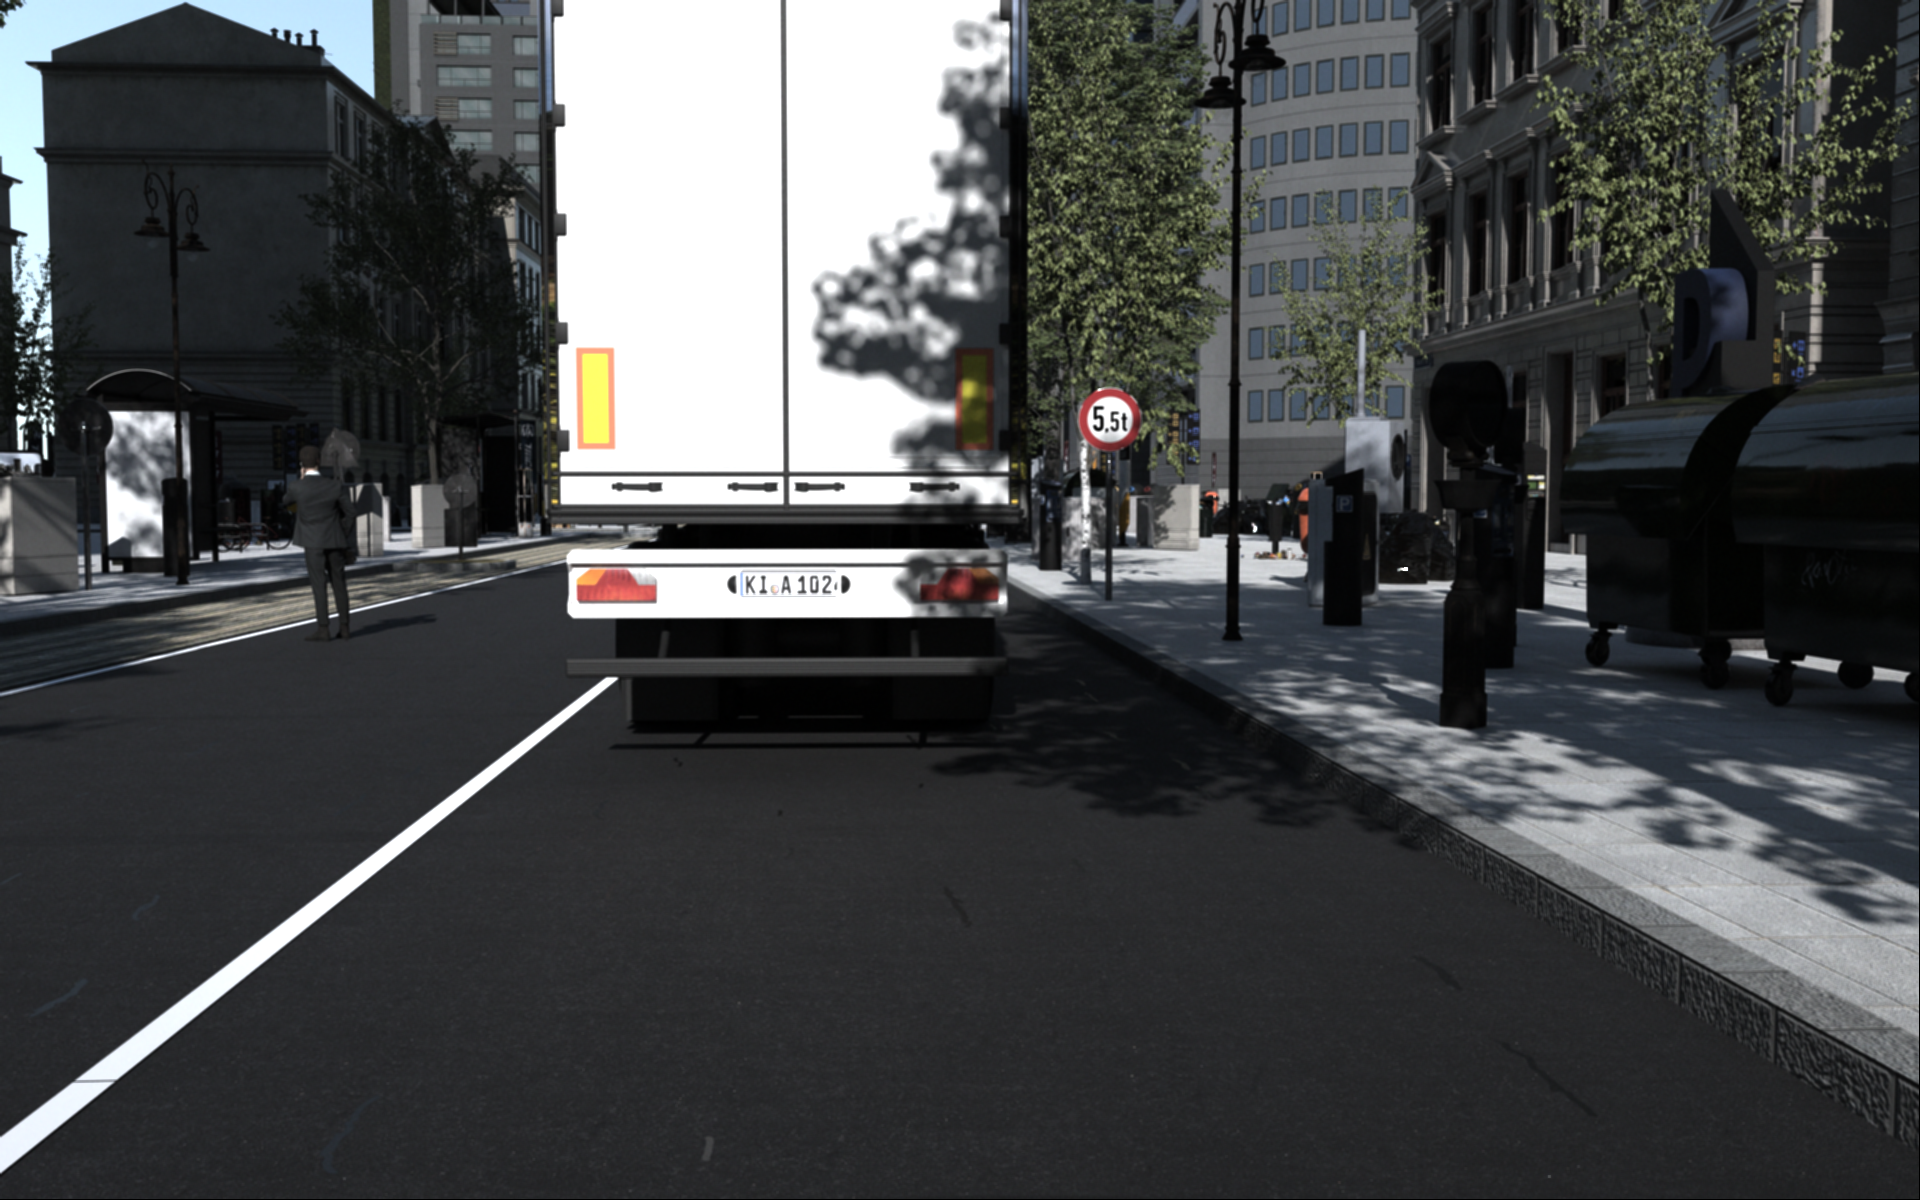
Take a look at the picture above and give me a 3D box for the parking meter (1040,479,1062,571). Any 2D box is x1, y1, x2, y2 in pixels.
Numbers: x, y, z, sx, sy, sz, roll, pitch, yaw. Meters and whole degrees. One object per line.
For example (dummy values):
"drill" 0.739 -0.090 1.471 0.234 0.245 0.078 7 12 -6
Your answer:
"parking meter" 1.526 -1.268 29.135 0.372 1.533 0.369 0 3 0

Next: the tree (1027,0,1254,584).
"tree" 1.893 -4.518 24.233 4.737 8.622 4.395 0 3 0

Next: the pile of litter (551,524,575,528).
"pile of litter" -15.179 -3.161 65.643 1.176 0.858 1.719 -1 4 -12

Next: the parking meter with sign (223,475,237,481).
"parking meter with sign" -29.775 -4.535 70.412 1.738 3.016 0.543 -1 4 -12

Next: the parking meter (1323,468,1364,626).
"parking meter" 3.754 -0.523 16.959 0.372 1.533 0.369 0 3 0

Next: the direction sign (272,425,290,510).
"direction sign" -22.256 -3.983 57.121 0.379 3.537 0.876 2 4 32

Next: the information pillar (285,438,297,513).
"information pillar" -27.432 -4.868 70.950 0.504 3.616 0.183 0 4 6

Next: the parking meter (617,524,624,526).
"parking meter" -13.718 -3.942 70.170 0.399 1.863 0.255 1 4 8

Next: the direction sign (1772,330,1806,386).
"direction sign" 11.431 -1.962 24.073 0.876 3.537 0.379 -2 4 -31

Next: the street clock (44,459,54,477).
"street clock" -18.904 -1.900 35.630 0.358 2.002 0.471 2 4 32

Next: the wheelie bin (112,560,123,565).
"wheelie bin" -15.062 -1.436 31.389 0.693 1.594 0.980 0 4 4

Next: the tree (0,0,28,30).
"tree" -10.859 -5.338 13.030 9.928 11.665 9.643 0 3 0

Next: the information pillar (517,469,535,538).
"information pillar" -12.744 -2.830 50.764 0.304 2.012 0.304 3 4 36

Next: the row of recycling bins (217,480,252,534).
"row of recycling bins" -22.417 -2.792 52.770 1.069 1.692 3.534 -2 4 -33

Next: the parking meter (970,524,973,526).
"parking meter" 0.337 -2.933 56.365 0.372 1.533 0.369 0 3 0

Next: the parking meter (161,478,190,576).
"parking meter" -12.266 -1.142 27.086 0.372 1.533 0.369 0 3 0

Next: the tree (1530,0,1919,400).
"tree" 8.573 -4.295 20.579 4.737 8.622 4.395 0 3 0

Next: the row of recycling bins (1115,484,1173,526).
"row of recycling bins" 7.310 -3.788 69.050 3.534 1.692 1.069 3 5 41

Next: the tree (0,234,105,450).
"tree" -27.005 -6.091 49.950 4.737 8.622 4.395 0 3 0

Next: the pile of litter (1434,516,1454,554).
"pile of litter" 9.483 -1.199 33.566 1.176 0.858 1.719 0 4 2

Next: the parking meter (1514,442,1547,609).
"parking meter" 6.350 -0.834 19.345 0.255 1.863 0.399 0 4 -6

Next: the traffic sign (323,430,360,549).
"traffic sign" -12.333 -2.106 34.535 0.768 2.556 0.104 0 4 4

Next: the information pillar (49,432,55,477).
"information pillar" -34.245 -4.528 65.382 0.183 3.616 0.504 -1 4 -18

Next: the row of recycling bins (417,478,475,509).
"row of recycling bins" -13.326 -2.296 44.646 1.069 1.692 3.534 -2 4 -29

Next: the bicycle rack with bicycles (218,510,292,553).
"bicycle rack with bicycles" -16.844 -1.558 38.851 2.925 0.926 2.852 0 4 -2

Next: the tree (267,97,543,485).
"tree" -13.072 -6.576 41.931 8.767 10.594 7.601 3 5 40

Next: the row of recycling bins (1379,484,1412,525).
"row of recycling bins" 18.260 -3.807 69.361 3.534 1.692 1.069 0 4 -6

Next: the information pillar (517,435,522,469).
"information pillar" -16.450 -4.505 65.007 0.504 3.616 0.183 -3 5 -40

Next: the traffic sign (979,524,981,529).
"traffic sign" 0.627 -3.328 54.511 0.768 2.556 0.104 0 4 3

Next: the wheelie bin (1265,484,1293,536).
"wheelie bin" 9.716 -2.735 52.627 0.693 1.594 0.980 -3 5 -41

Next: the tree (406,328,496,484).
"tree" -22.879 -7.767 77.355 4.737 8.622 4.395 0 3 0

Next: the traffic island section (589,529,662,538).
"traffic island section" -11.115 -2.155 57.514 2.009 0.180 2.903 0 4 -4

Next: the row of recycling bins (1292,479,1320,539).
"row of recycling bins" 10.029 -2.543 48.690 1.069 1.692 3.534 0 4 3

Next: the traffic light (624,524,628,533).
"traffic light" -11.074 -4.187 57.382 0.839 4.253 0.868 0 4 -4

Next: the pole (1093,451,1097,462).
"pole" 6.371 -5.390 81.963 0.158 3.312 0.155 0 3 0

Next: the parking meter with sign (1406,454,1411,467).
"parking meter with sign" 19.517 -4.932 76.896 0.543 3.016 1.738 0 4 1

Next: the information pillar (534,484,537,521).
"information pillar" -20.419 -5.605 82.988 0.183 3.616 0.504 -2 4 -31

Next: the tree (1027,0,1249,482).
"tree" 2.275 -7.176 35.459 7.486 12.596 7.792 0 3 0

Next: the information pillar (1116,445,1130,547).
"information pillar" 4.009 -3.114 42.269 0.183 3.616 0.504 -1 4 -18

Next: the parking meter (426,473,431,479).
"parking meter" -14.833 -2.625 48.635 0.255 1.863 0.399 -1 4 -9

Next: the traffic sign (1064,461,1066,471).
"traffic sign" 2.943 -3.106 52.918 0.606 2.300 0.079 0 4 4

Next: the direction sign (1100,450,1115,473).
"direction sign" 6.270 -4.994 73.645 0.876 3.537 0.379 -3 5 -41

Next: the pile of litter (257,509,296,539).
"pile of litter" -19.370 -2.205 50.024 1.719 0.858 1.176 1 4 13

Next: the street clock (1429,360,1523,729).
"street clock" 2.778 -0.302 9.501 0.358 2.002 0.471 3 5 44

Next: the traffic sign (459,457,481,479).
"traffic sign" -13.457 -2.781 47.597 0.606 2.300 0.079 0 4 3

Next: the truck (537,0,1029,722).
"truck" -1.069 -1.548 14.218 2.839 4.237 11.283 0 4 -2

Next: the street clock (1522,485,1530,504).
"street clock" 4.611 -0.613 14.599 0.358 2.002 0.471 1 4 19

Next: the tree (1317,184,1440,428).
"tree" 9.290 -5.518 40.586 4.737 8.622 4.395 0 3 0

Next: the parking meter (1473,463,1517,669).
"parking meter" 3.927 -0.271 12.850 0.372 1.533 0.369 0 3 0

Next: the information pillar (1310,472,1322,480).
"information pillar" 11.995 -3.298 58.413 0.304 2.012 0.304 -1 4 -17

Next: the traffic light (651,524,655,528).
"traffic light" -11.587 -4.675 65.350 0.839 4.253 0.868 0 4 -4

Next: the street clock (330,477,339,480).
"street clock" -25.897 -4.114 71.831 0.358 2.002 0.471 2 4 33

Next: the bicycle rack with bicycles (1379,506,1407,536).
"bicycle rack with bicycles" 13.197 -2.361 51.986 2.925 0.926 2.852 3 5 45

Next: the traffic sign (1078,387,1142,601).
"traffic sign" 1.792 -1.265 20.795 0.768 2.556 0.104 0 4 -2

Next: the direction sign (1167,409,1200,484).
"direction sign" 5.947 -3.315 46.193 0.876 3.537 0.379 1 4 9

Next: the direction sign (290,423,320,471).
"direction sign" -20.837 -3.878 55.409 0.876 3.537 0.379 1 4 21
